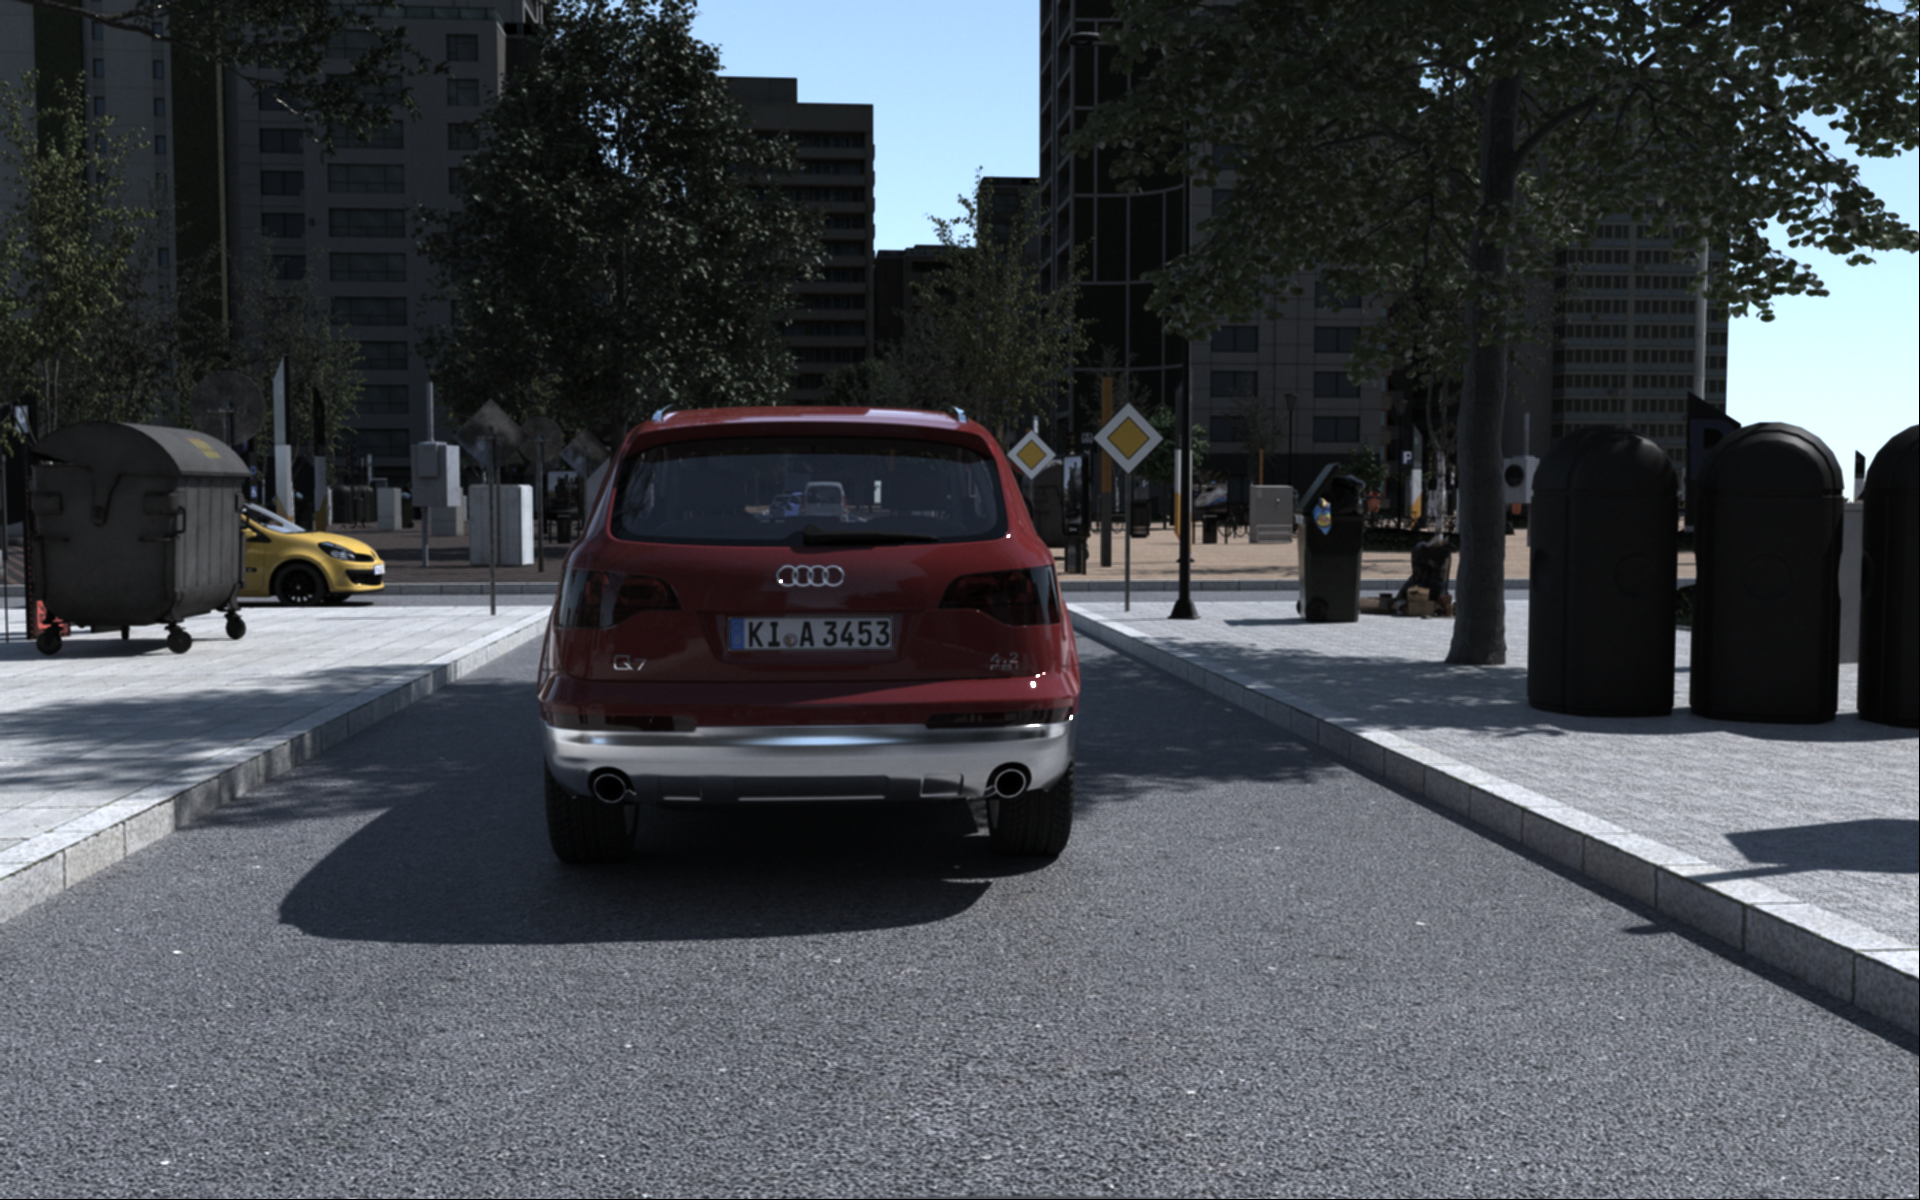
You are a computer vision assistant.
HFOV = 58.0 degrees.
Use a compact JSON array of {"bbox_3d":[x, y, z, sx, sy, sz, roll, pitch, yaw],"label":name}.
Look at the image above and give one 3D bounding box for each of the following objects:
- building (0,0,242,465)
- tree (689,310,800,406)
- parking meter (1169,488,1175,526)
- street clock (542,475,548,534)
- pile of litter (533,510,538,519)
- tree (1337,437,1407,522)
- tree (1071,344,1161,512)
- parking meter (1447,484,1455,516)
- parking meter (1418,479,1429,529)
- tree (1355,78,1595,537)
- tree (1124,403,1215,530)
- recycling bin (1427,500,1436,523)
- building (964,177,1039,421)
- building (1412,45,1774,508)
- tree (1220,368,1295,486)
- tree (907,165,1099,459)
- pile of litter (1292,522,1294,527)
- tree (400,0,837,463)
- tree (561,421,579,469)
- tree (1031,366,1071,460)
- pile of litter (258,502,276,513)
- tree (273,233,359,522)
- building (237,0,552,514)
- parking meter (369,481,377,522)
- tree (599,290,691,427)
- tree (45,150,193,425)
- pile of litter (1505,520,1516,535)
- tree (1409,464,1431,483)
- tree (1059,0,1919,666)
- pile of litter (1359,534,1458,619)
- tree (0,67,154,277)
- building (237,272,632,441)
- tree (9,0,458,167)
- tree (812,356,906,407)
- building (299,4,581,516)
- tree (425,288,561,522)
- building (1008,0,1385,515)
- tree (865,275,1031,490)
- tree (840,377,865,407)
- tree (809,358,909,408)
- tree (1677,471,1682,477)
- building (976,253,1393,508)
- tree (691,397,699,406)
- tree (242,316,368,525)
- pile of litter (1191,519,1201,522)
[{"bbox_3d":[-72.918,-37.156,149.497,28.212,58.520,21.231,0,4,-5],"label":"building"},{"bbox_3d":[-13.564,-11.596,107.729,7.486,12.596,7.792,0,3,0],"label":"tree"},{"bbox_3d":[8.696,-3.787,70.329,0.372,1.533,0.369,0,3,0],"label":"parking meter"},{"bbox_3d":[-13.439,-3.142,55.943,0.358,2.002,0.471,-2,4,-25],"label":"street clock"},{"bbox_3d":[-21.940,-4.496,87.475,1.719,0.858,1.176,-2,4,-24],"label":"pile of litter"},{"bbox_3d":[13.739,-3.908,58.500,1.663,3.219,1.824,0,3,0],"label":"tree"},{"bbox_3d":[7.724,-8.204,84.494,4.360,8.622,3.978,0,3,0],"label":"tree"},{"bbox_3d":[28.758,-5.861,101.530,0.399,1.863,0.255,3,4,37],"label":"parking meter"},{"bbox_3d":[17.178,-3.586,64.345,0.399,1.863,0.255,3,5,41],"label":"parking meter"},{"bbox_3d":[8.718,-4.897,30.424,4.360,8.622,3.978,0,3,0],"label":"tree"},{"bbox_3d":[7.493,-4.819,62.502,4.285,4.588,4.351,0,3,0],"label":"tree"},{"bbox_3d":[20.595,-3.903,76.368,0.722,1.027,0.722,-2,4,-24],"label":"recycling bin"},{"bbox_3d":[8.352,-23.792,160.692,14.160,30.474,14.107,0,4,-5],"label":"building"},{"bbox_3d":[53.090,-28.401,156.242,23.993,40.220,32.217,0,4,-5],"label":"building"},{"bbox_3d":[17.414,-9.265,101.843,4.360,8.622,3.978,0,3,0],"label":"tree"},{"bbox_3d":[0.928,-5.475,39.877,4.737,8.622,4.395,0,3,0],"label":"tree"},{"bbox_3d":[10.759,-2.727,58.550,1.176,0.858,1.719,3,4,38],"label":"pile of litter"},{"bbox_3d":[-7.565,-7.417,38.283,9.611,12.733,9.660,0,3,0],"label":"tree"},{"bbox_3d":[-18.976,-7.953,80.398,4.737,8.622,4.395,0,3,0],"label":"tree"},{"bbox_3d":[4.538,-9.173,100.340,4.360,8.622,3.978,0,3,0],"label":"tree"},{"bbox_3d":[-36.722,-4.743,91.507,1.176,0.858,1.719,2,4,34],"label":"pile of litter"},{"bbox_3d":[-18.542,-5.959,47.787,4.360,8.622,3.978,0,3,0],"label":"tree"},{"bbox_3d":[-37.409,-41.842,122.373,20.563,71.187,20.611,0,4,-5],"label":"building"},{"bbox_3d":[-27.268,-4.573,80.481,0.255,1.863,0.399,-2,4,-27],"label":"parking meter"},{"bbox_3d":[-10.377,-6.503,56.685,4.360,8.622,3.978,0,3,0],"label":"tree"},{"bbox_3d":[-18.311,-5.365,38.088,4.360,8.622,3.978,0,3,0],"label":"tree"},{"bbox_3d":[16.762,-2.493,54.719,1.719,0.858,1.176,0,4,0],"label":"pile of litter"},{"bbox_3d":[20.843,-5.183,79.337,1.663,3.219,1.824,0,3,0],"label":"tree"},{"bbox_3d":[4.330,-5.800,12.954,7.486,12.596,7.792,0,3,0],"label":"tree"},{"bbox_3d":[4.844,-0.280,18.548,1.176,0.858,1.719,0,4,1],"label":"pile of litter"},{"bbox_3d":[-15.890,-4.844,29.568,4.737,8.622,4.395,0,3,0],"label":"tree"},{"bbox_3d":[-43.173,-18.672,150.321,28.899,21.520,27.650,0,4,-5],"label":"building"},{"bbox_3d":[-6.123,-4.545,8.731,7.601,10.594,8.767,0,4,4],"label":"tree"},{"bbox_3d":[-7.532,-12.495,130.050,9.928,11.665,9.643,0,3,0],"label":"tree"},{"bbox_3d":[-31.366,-20.493,106.766,14.160,30.474,14.107,0,4,-5],"label":"building"},{"bbox_3d":[-16.359,-6.660,59.254,4.737,8.622,4.395,0,3,0],"label":"tree"},{"bbox_3d":[14.525,-41.262,112.886,20.563,71.187,20.611,0,4,-5],"label":"building"},{"bbox_3d":[-0.354,-6.627,58.713,4.360,8.622,3.978,0,3,0],"label":"tree"},{"bbox_3d":[-3.232,-7.885,79.282,4.360,8.622,3.978,0,3,0],"label":"tree"},{"bbox_3d":[-6.263,-11.257,118.465,8.767,10.594,7.601,-2,4,-28],"label":"tree"},{"bbox_3d":[28.772,-4.436,67.125,1.663,3.219,1.824,0,3,0],"label":"tree"},{"bbox_3d":[16.513,-18.028,139.803,27.650,21.520,28.899,0,4,-5],"label":"building"},{"bbox_3d":[-11.861,-8.508,73.515,7.601,10.594,8.767,-1,4,-9],"label":"tree"},{"bbox_3d":[-26.084,-7.360,70.699,4.737,8.622,4.395,0,3,0],"label":"tree"},{"bbox_3d":[10.425,-3.971,78.895,1.176,0.858,1.719,0,4,8],"label":"pile of litter"}]
